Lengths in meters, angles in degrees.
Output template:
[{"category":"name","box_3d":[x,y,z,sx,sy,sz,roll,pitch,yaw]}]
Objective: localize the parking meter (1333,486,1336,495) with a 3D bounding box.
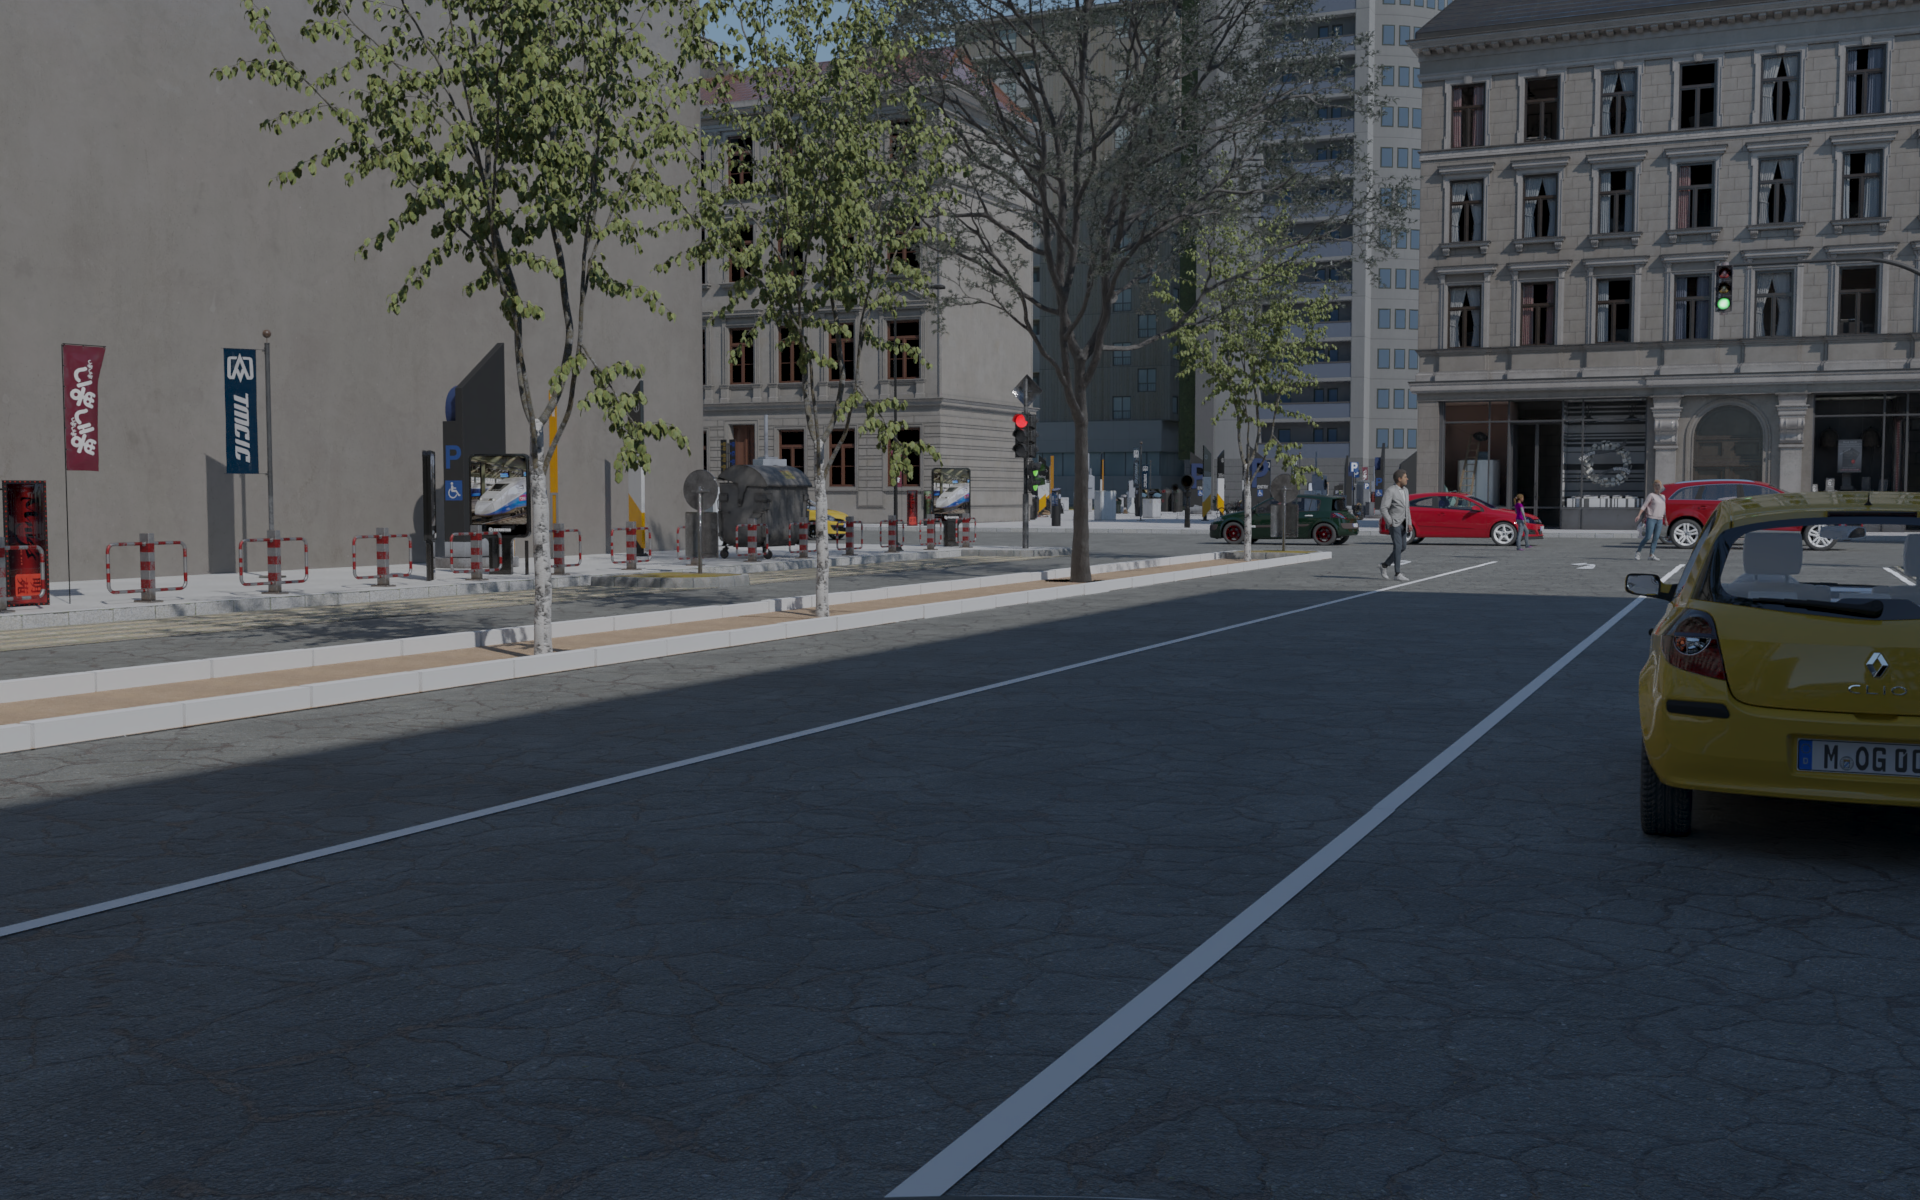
[{"category":"parking meter","box_3d":[23.120,-6.154,106.323,0.399,1.863,0.255,1,4,10]}]

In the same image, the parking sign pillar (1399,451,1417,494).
[{"category":"parking sign pillar","box_3d":[27.503,-7.216,106.454,1.447,3.967,1.447,-1,4,-20]}]

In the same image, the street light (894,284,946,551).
[{"category":"street light","box_3d":[-0.961,-4.042,38.634,1.470,5.913,1.316,2,4,25]}]

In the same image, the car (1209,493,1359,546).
[{"category":"car","box_3d":[9.225,-2.418,49.323,4.222,1.686,2.009,2,4,26]}]

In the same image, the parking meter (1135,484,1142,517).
[{"category":"parking meter","box_3d":[10.204,-5.705,98.995,0.255,1.863,0.399,-2,4,-31]}]

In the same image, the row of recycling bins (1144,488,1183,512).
[{"category":"row of recycling bins","box_3d":[14.482,-7.201,124.851,3.534,1.692,1.069,3,4,37]}]

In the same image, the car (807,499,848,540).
[{"category":"car","box_3d":[-5.291,-2.718,54.660,3.980,1.641,2.015,2,4,24]}]

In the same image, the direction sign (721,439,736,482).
[{"category":"direction sign","box_3d":[-9.606,-4.881,71.805,0.876,3.537,0.379,3,5,40]}]

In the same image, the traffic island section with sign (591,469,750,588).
[{"category":"traffic island section with sign","box_3d":[-4.404,-1.138,27.231,1.989,1.847,2.006,2,4,25]}]

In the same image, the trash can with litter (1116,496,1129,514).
[{"category":"trash can with litter","box_3d":[10.383,-6.148,111.904,1.055,1.170,0.624,-1,4,-10]}]

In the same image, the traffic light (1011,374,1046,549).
[{"category":"traffic light","box_3d":[1.556,-3.161,40.609,0.839,4.253,0.868,2,4,25]}]

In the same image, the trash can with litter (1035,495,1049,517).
[{"category":"trash can with litter","box_3d":[4.520,-5.182,95.780,2.233,1.210,1.678,0,4,-6]}]

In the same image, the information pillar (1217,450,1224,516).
[{"category":"information pillar","box_3d":[13.765,-6.120,91.413,0.504,3.616,0.183,-3,5,-39]}]

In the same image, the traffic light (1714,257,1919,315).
[{"category":"traffic light","box_3d":[17.044,-3.585,33.275,4.771,5.953,1.251,2,4,25]}]

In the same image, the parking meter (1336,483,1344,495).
[{"category":"parking meter","box_3d":[20.723,-5.414,94.223,0.255,1.863,0.399,1,4,15]}]

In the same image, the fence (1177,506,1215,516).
[{"category":"fence","box_3d":[12.052,-4.468,88.422,2.069,0.683,0.278,1,4,21]}]

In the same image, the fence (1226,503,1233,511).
[{"category":"fence","box_3d":[18.564,-6.040,114.123,2.069,0.683,0.278,0,4,5]}]

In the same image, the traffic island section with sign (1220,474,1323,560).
[{"category":"traffic island section with sign","box_3d":[7.042,-1.854,38.457,2.006,1.907,1.989,2,4,25]}]

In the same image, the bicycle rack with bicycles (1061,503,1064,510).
[{"category":"bicycle rack with bicycles","box_3d":[7.378,-7.524,136.394,2.852,0.926,2.925,0,4,-7]}]

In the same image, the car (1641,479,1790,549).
[{"category":"car","box_3d":[20.645,-2.235,45.211,5.304,1.827,2.281,2,4,26]}]

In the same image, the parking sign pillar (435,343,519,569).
[{"category":"parking sign pillar","box_3d":[-8.502,-2.562,30.360,1.447,3.967,1.447,1,4,19]}]

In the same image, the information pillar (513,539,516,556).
[{"category":"information pillar","box_3d":[-8.407,-1.688,32.095,0.304,2.012,0.304,-1,4,-10]}]

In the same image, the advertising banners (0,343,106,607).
[{"category":"advertising banners","box_3d":[-10.687,-1.439,19.713,0.090,3.025,2.074,2,4,35]}]

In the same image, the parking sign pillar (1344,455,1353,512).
[{"category":"parking sign pillar","box_3d":[27.168,-8.121,121.256,1.447,3.967,1.447,0,4,7]}]

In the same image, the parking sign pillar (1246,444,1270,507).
[{"category":"parking sign pillar","box_3d":[16.185,-6.457,94.044,1.447,3.967,1.447,-2,4,-26]}]

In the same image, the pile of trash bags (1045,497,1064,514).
[{"category":"pile of trash bags","box_3d":[4.953,-6.260,112.095,3.447,1.369,1.912,-2,4,-34]}]

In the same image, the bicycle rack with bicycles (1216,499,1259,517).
[{"category":"bicycle rack with bicycles","box_3d":[14.081,-4.402,85.352,2.925,0.926,2.852,0,4,-6]}]

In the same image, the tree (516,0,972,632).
[{"category":"tree","box_3d":[-1.661,-4.086,19.619,4.737,8.622,4.395,0,3,0]}]

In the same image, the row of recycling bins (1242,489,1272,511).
[{"category":"row of recycling bins","box_3d":[17.451,-5.537,97.643,3.534,1.692,1.069,-2,4,-24]}]

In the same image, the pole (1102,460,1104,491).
[{"category":"pole","box_3d":[8.444,-6.671,102.913,0.158,3.312,0.155,0,3,0]}]

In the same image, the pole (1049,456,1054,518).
[{"category":"pole","box_3d":[4.921,-6.038,92.562,0.158,3.312,0.155,0,3,0]}]

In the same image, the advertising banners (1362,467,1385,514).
[{"category":"advertising banners","box_3d":[26.637,-7.055,111.545,2.074,3.025,0.090,-2,4,-29]}]

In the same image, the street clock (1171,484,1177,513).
[{"category":"street clock","box_3d":[14.721,-6.984,118.752,0.471,2.002,0.358,-1,4,-17]}]

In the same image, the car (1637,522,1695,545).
[{"category":"car","box_3d":[21.755,-2.243,49.038,4.827,1.381,2.083,2,4,26]}]

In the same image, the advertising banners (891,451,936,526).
[{"category":"advertising banners","box_3d":[-1.888,-4.481,69.451,2.074,3.025,0.090,-2,4,-32]}]

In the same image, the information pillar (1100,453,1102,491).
[{"category":"information pillar","box_3d":[8.013,-6.535,98.203,0.183,3.616,0.504,0,4,7]}]

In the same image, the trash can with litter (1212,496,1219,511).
[{"category":"trash can with litter","box_3d":[19.523,-7.274,130.319,1.055,1.170,0.624,1,4,21]}]

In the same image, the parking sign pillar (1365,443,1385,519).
[{"category":"parking sign pillar","box_3d":[22.008,-6.258,90.784,1.447,3.967,1.447,1,4,17]}]

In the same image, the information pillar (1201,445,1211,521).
[{"category":"information pillar","box_3d":[11.830,-5.610,83.081,0.504,3.616,0.183,-2,4,-33]}]

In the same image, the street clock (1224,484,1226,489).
[{"category":"street clock","box_3d":[17.770,-6.916,117.638,0.471,2.002,0.358,-1,4,-17]}]

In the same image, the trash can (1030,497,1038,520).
[{"category":"trash can","box_3d":[3.536,-4.557,86.166,0.748,1.137,0.748,0,3,0]}]

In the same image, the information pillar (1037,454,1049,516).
[{"category":"information pillar","box_3d":[4.813,-6.763,101.927,0.504,3.616,0.183,-1,4,-8]}]

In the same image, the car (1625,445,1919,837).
[{"category":"car","box_3d":[4.221,0.119,8.272,2.015,1.641,3.980,2,4,24]}]

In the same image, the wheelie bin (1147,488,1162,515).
[{"category":"wheelie bin","box_3d":[10.990,-5.504,97.900,0.980,1.594,0.693,3,5,43]}]

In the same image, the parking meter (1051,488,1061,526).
[{"category":"parking meter","box_3d":[3.830,-3.704,68.970,0.372,1.533,0.369,0,3,0]}]

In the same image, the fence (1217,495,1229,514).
[{"category":"fence","box_3d":[17.223,-6.226,113.003,0.480,1.192,2.264,0,4,-7]}]

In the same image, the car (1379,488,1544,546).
[{"category":"car","box_3d":[14.119,-2.434,48.830,4.494,1.783,2.155,2,4,25]}]

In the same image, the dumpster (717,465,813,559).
[{"category":"dumpster","box_3d":[-3.945,-1.778,34.822,1.264,1.857,1.865,2,4,25]}]

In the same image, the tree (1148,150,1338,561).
[{"category":"tree","box_3d":[6.046,-5.107,36.325,4.737,8.622,4.395,0,3,0]}]

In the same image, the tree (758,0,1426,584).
[{"category":"tree","box_3d":[1.917,-7.009,27.416,12.009,13.543,11.850,0,3,0]}]

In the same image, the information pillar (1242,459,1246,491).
[{"category":"information pillar","box_3d":[17.048,-6.831,103.049,0.504,3.616,0.183,2,4,30]}]

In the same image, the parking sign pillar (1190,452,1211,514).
[{"category":"parking sign pillar","box_3d":[15.278,-7.437,110.065,1.447,3.967,1.447,0,4,4]}]

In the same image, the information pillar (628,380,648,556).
[{"category":"information pillar","box_3d":[-6.680,-2.717,35.784,0.183,3.616,0.504,-3,5,-45]}]

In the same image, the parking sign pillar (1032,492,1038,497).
[{"category":"parking sign pillar","box_3d":[5.900,-8.872,133.524,1.447,3.967,1.447,-3,5,-44]}]

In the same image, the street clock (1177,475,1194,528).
[{"category":"street clock","box_3d":[8.647,-3.747,65.841,0.471,2.002,0.358,2,4,25]}]

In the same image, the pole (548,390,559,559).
[{"category":"pole","box_3d":[-8.001,-2.462,34.099,0.158,3.312,0.155,0,3,0]}]
